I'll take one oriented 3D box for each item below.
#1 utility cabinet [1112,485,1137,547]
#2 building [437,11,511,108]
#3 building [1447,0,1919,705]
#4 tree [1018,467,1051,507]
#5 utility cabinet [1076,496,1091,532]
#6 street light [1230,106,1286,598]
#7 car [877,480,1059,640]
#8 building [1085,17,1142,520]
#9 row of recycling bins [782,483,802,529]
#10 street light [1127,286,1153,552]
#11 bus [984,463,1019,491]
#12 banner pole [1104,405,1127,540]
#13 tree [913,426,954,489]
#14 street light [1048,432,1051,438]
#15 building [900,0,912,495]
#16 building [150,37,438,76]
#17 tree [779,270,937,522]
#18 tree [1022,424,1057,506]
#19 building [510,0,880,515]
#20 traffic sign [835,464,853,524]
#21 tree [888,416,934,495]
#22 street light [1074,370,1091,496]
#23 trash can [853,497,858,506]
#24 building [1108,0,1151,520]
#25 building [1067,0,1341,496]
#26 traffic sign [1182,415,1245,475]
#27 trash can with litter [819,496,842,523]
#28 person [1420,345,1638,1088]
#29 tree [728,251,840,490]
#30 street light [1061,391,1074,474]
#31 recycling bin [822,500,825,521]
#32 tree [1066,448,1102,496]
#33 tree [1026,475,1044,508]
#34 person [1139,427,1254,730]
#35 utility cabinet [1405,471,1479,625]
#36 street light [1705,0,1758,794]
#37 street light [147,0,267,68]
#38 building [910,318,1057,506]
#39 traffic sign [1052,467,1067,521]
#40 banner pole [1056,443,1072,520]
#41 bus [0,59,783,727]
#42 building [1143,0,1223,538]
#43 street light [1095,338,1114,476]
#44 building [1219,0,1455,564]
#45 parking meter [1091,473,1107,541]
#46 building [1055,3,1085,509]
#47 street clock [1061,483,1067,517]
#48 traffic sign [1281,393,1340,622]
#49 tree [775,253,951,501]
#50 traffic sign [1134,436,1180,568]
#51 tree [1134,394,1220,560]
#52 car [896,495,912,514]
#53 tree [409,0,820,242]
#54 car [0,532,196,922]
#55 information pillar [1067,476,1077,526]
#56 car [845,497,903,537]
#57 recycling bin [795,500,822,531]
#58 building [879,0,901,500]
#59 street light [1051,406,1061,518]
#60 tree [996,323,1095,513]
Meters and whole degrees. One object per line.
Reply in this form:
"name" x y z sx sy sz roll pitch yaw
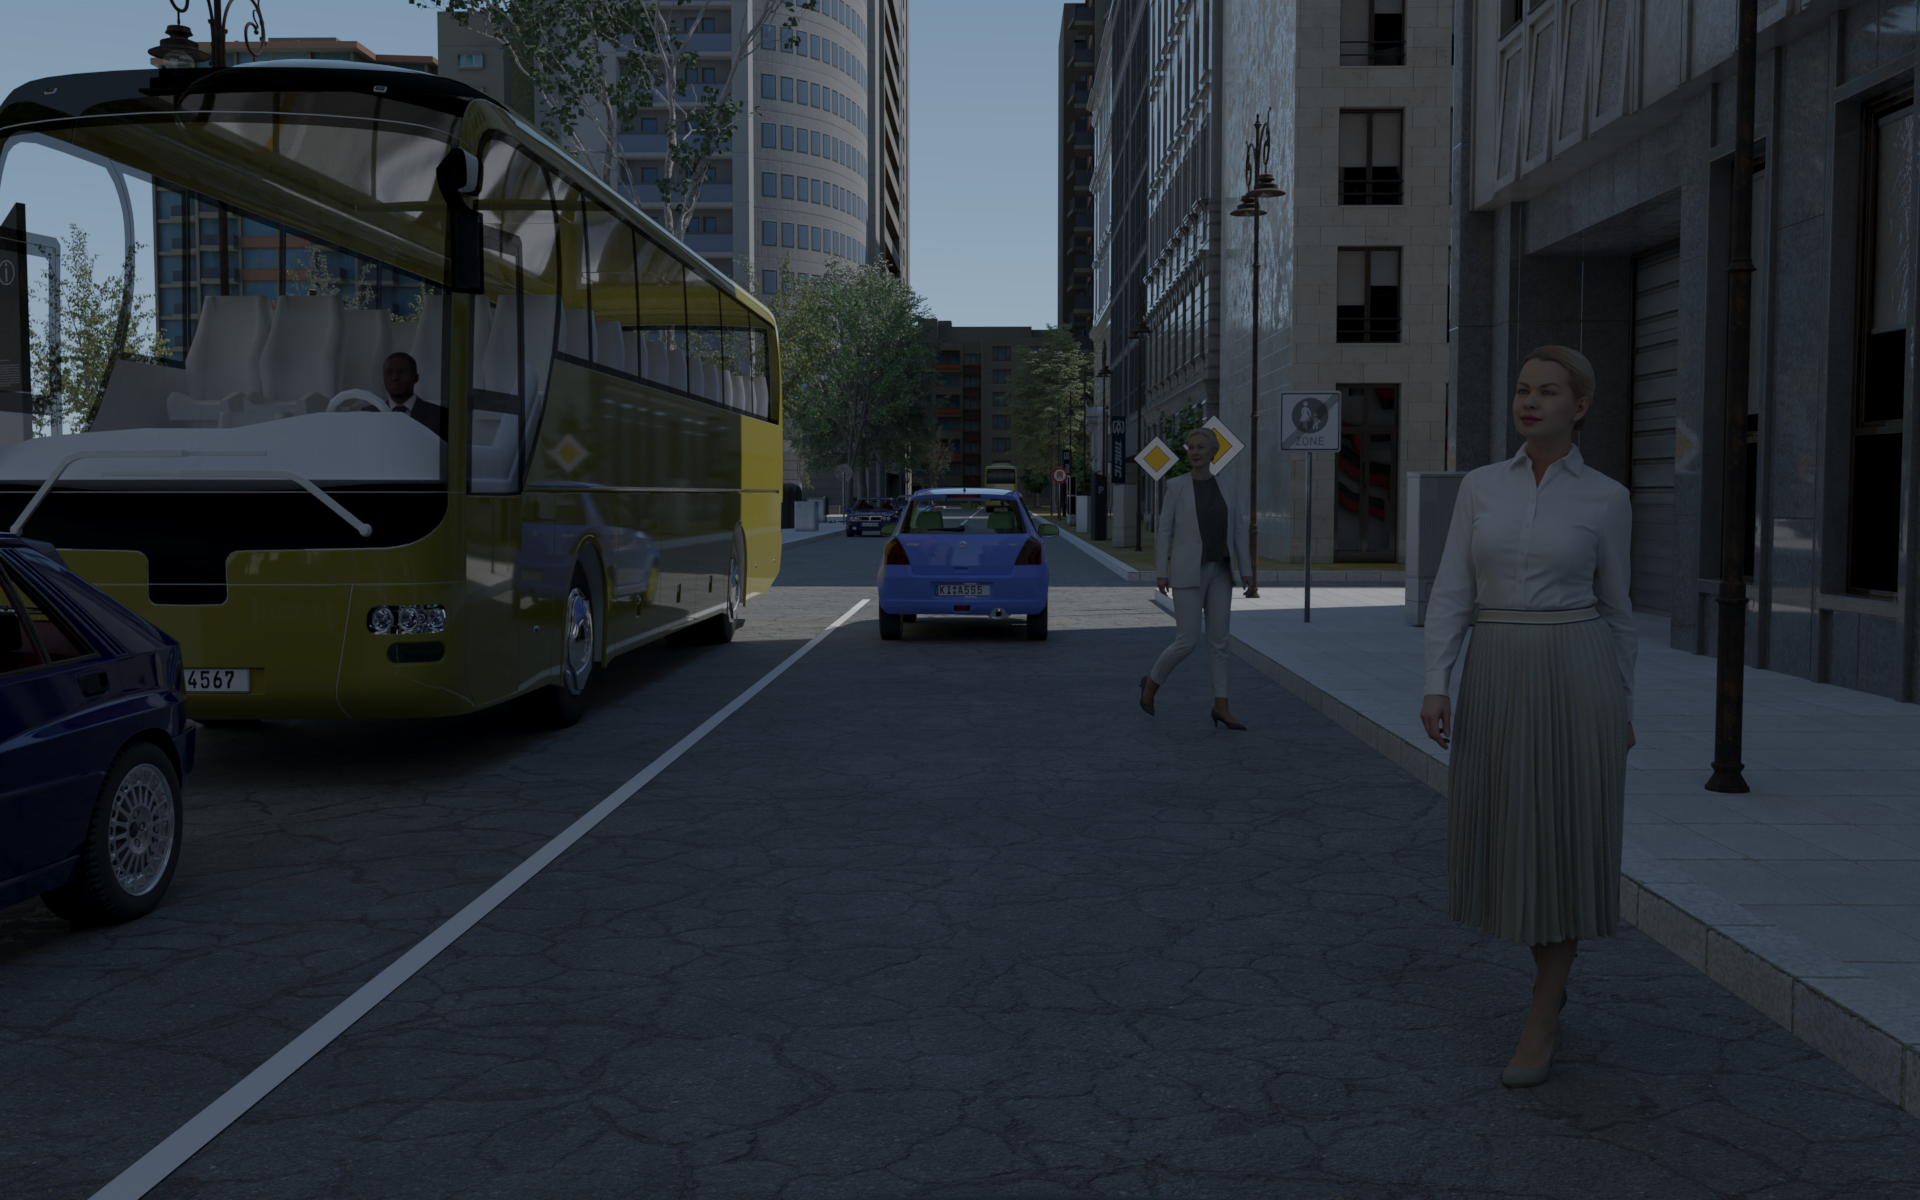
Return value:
"utility cabinet" 4.006 -2.026 41.805 0.318 1.500 1.173 2 4 25
"building" -36.718 -33.320 168.486 21.600 48.544 21.300 0 4 1
"building" 11.449 -11.708 9.452 12.078 24.808 19.932 0 4 1
"tree" 7.510 -11.738 175.635 4.285 4.588 4.351 0 3 0
"utility cabinet" 4.234 -2.883 58.303 0.306 1.237 1.020 -1 4 -17
"street light" 3.618 -2.962 21.221 0.468 5.910 1.993 0 4 1
"car" 0.087 -0.535 18.331 1.945 1.707 3.694 0 4 2
"building" 14.048 -18.889 94.744 13.634 28.700 20.117 0 4 1
"row of recycling bins" -6.611 -3.547 65.103 1.069 1.692 3.534 0 4 7
"street light" 3.993 -4.023 38.570 0.468 5.910 1.993 0 4 1
"bus" 3.294 -8.952 137.913 2.896 3.916 12.252 0 4 2
"banner pole" 4.327 -3.597 48.836 0.863 3.779 0.401 -2 4 -24
"tree" -2.636 -13.915 177.869 4.360 8.622 3.978 0 3 0
"street light" 5.540 -8.048 104.375 0.468 5.910 1.993 0 4 1
"building" -15.590 -44.664 168.510 20.611 71.187 20.563 0 4 1
"building" -61.943 -31.477 169.272 28.867 44.769 22.147 0 4 1
"tree" -4.877 -9.395 79.356 9.928 11.665 9.643 0 3 0
"tree" 8.359 -14.217 182.810 4.737 8.622 4.395 0 3 0
"building" -16.983 -35.270 118.668 21.231 58.520 28.212 0 4 1
"traffic sign" -4.908 -4.465 73.109 0.768 2.556 0.104 0 4 4
"tree" -3.914 -11.021 130.555 4.737 8.622 4.395 0 3 0
"street light" 4.645 -5.617 64.625 0.468 5.910 1.993 0 4 1
"trash can" -5.835 -5.234 97.230 0.748 1.137 0.748 0 3 0
"building" 14.017 -17.066 72.532 14.314 27.812 24.014 0 4 1
"building" 19.667 -29.386 135.081 22.147 44.769 28.867 0 4 1
"traffic sign" 3.210 -1.121 21.969 0.795 2.450 0.064 0 4 1
"trash can with litter" -6.057 -4.021 76.803 1.678 1.210 2.233 0 4 -4
"person" 1.475 0.265 4.399 0.478 1.798 0.641 3 4 39
"tree" -5.802 -6.209 51.881 4.737 8.622 4.395 0 3 0
"street light" 4.941 -6.411 77.606 0.468 5.910 1.993 0 4 1
"recycling bin" -6.455 -4.033 78.494 0.722 1.027 0.722 0 4 1
"tree" 5.108 -4.806 73.187 1.663 3.219 1.824 0 3 0
"tree" 7.239 -10.178 161.012 1.663 3.219 1.824 0 3 0
"person" 1.458 -0.145 10.754 0.514 1.842 0.818 -3 4 -37
"utility cabinet" 4.951 -0.500 16.849 1.173 1.500 0.318 -1 4 -11
"street light" 3.325 -2.112 7.327 0.468 5.910 1.993 0 4 1
"street light" -6.262 -2.567 14.755 0.468 5.910 1.993 0 4 1
"building" -2.795 -22.007 204.856 28.899 21.520 27.650 0 4 1
"traffic sign" 4.710 -4.994 81.756 0.768 2.556 0.104 0 4 5
"banner pole" 5.178 -5.859 85.809 0.863 3.779 0.401 -1 4 -23
"bus" -3.455 -1.367 13.899 2.896 3.916 12.252 0 4 2
"building" 10.930 -12.352 51.107 9.793 20.994 18.267 0 4 1
"street light" 4.281 -4.817 51.552 0.468 5.910 1.993 0 4 1
"building" 14.584 -11.098 36.208 16.860 20.320 10.420 0 4 1
"parking meter" 3.824 -2.569 47.713 0.399 1.863 0.255 -2 4 -28
"building" 15.970 -30.981 156.647 14.600 45.320 14.200 0 4 1
"street clock" 5.934 -5.739 98.403 0.358 2.002 0.471 -1 4 -14
"traffic sign" 3.470 -0.925 17.250 0.606 2.300 0.079 0 4 3
"tree" -5.227 -11.235 90.351 9.857 13.997 8.962 0 3 0
"traffic sign" 3.392 -1.609 29.952 0.795 2.450 0.064 0 4 1
"tree" 4.509 -2.393 33.725 1.663 3.219 1.824 0 3 0
"car" -1.920 -3.607 70.969 2.014 1.417 4.499 0 4 2
"tree" -8.025 -11.214 39.245 12.611 20.169 13.585 0 3 0
"car" -3.641 0.490 4.569 1.945 1.354 3.894 0 4 2
"information pillar" 4.487 -3.977 69.518 0.304 2.012 0.304 -1 4 -18
"car" -2.882 -2.842 59.044 1.945 1.354 3.894 0 4 3
"recycling bin" -5.284 -2.885 59.732 0.722 1.027 0.722 0 4 6
"building" -16.207 -31.812 143.821 21.300 48.544 21.600 0 4 1
"street light" 5.180 -7.224 90.893 0.468 5.910 1.993 0 4 1
"tree" 6.276 -12.032 114.842 7.486 12.596 7.792 0 3 0
